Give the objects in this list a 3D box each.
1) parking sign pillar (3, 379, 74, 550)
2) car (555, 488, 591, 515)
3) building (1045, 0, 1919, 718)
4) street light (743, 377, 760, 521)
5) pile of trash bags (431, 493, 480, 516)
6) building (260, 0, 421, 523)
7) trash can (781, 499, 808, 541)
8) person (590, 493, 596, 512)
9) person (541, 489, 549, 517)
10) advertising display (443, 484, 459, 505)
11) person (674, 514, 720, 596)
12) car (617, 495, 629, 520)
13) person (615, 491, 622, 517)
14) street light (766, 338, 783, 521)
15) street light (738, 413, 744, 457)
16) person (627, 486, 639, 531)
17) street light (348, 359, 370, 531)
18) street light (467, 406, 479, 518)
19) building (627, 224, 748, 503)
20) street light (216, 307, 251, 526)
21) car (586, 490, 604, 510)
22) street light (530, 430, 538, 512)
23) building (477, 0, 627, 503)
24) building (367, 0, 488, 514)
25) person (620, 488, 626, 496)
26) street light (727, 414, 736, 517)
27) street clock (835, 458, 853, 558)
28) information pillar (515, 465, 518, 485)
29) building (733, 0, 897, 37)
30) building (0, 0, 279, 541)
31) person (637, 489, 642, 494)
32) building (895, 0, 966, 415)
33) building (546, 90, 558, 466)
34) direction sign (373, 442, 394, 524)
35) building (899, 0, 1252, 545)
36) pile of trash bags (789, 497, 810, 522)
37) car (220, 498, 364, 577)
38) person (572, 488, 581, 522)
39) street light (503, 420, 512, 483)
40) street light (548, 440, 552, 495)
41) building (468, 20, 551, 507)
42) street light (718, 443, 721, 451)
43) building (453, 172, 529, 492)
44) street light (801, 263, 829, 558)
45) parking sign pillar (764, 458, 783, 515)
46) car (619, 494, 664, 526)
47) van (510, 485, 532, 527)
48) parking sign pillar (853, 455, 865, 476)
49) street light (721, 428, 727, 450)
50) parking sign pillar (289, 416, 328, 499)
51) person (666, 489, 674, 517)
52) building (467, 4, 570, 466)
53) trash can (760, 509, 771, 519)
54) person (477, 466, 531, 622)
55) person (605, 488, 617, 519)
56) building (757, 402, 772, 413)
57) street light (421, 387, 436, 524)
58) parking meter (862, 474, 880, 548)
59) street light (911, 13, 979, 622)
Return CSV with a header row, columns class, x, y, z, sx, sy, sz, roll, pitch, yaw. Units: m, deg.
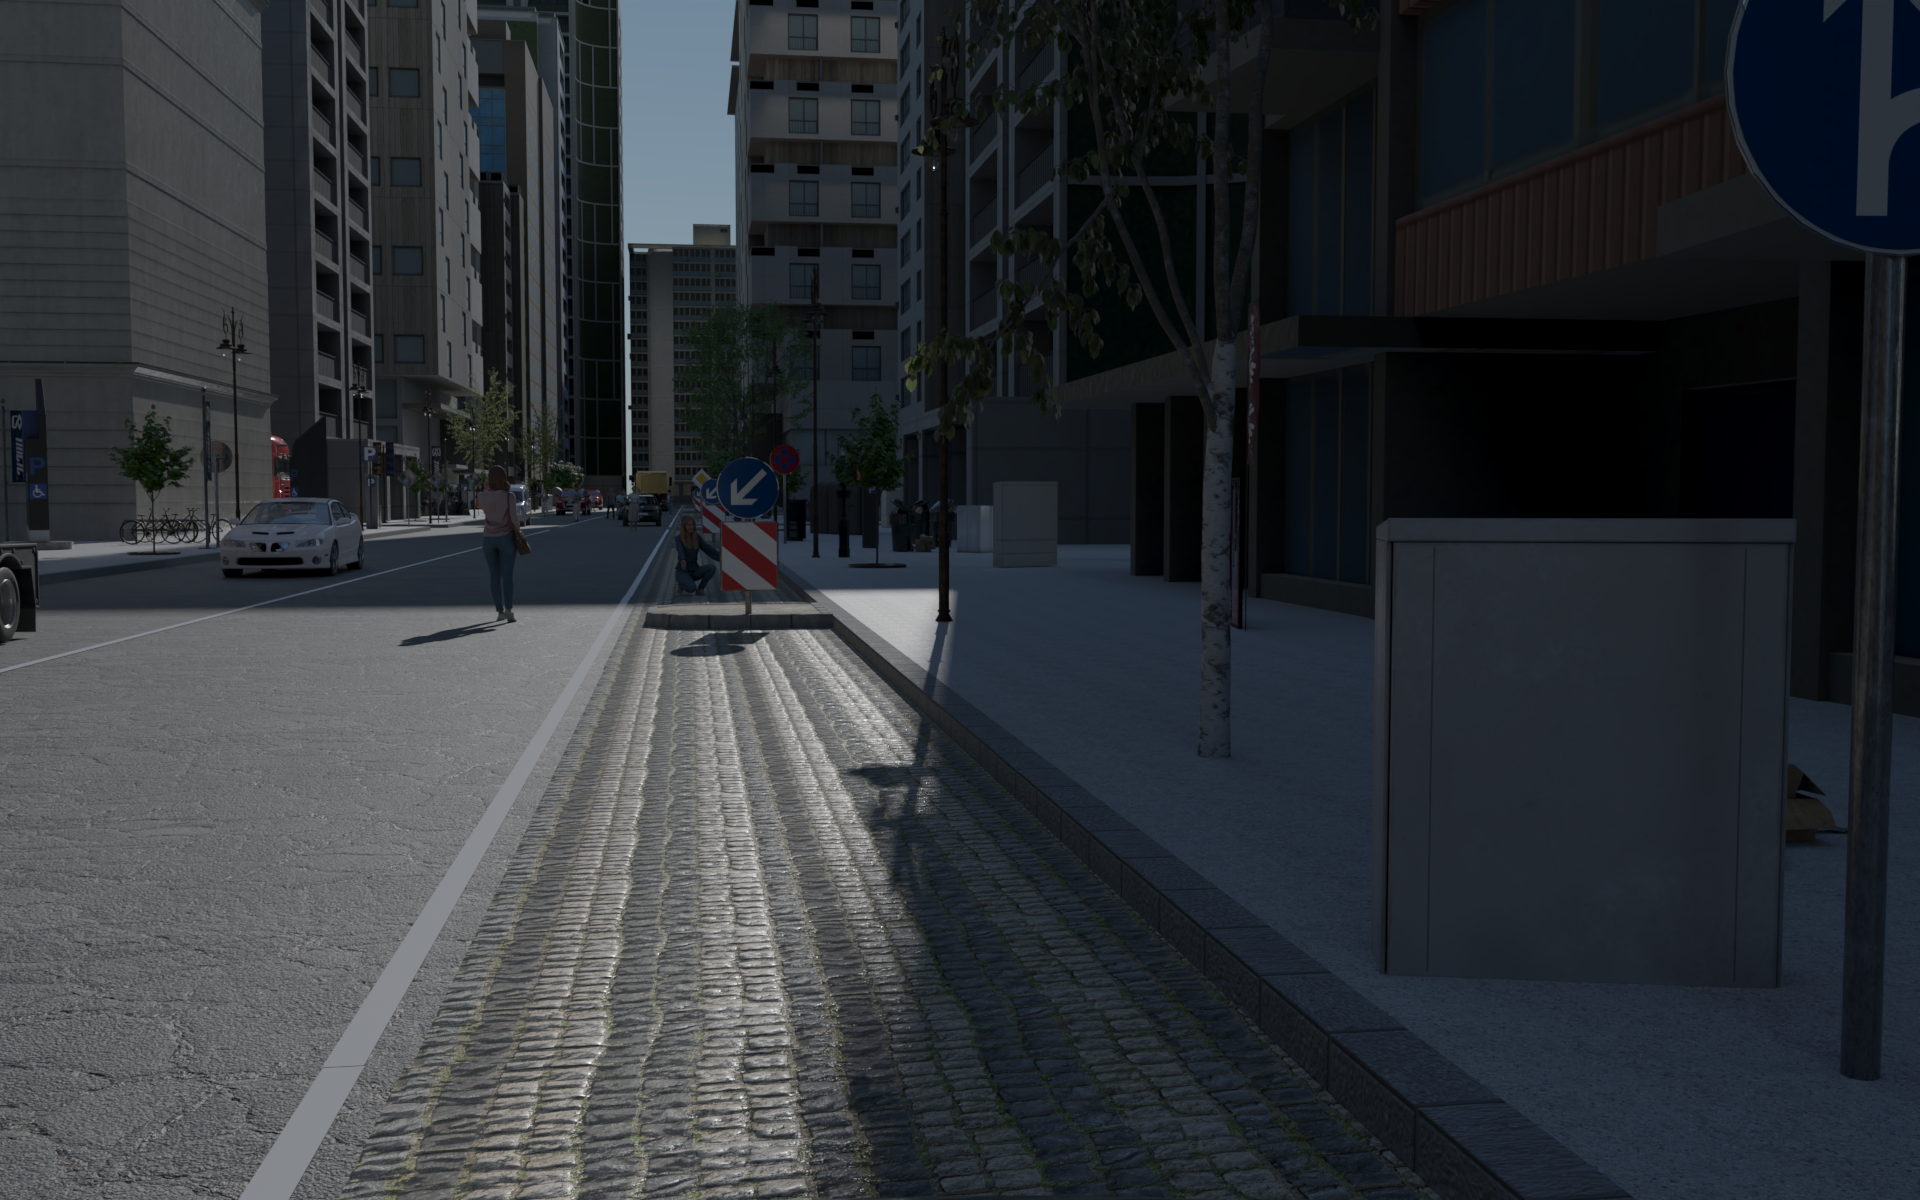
class,x,y,z,sx,sy,sz,roll,pitch,yaw
parking sign pillar,-21.318,-3.149,39.957,1.447,3.967,1.447,-2,4,-30
car,-26.264,-6.670,117.735,2.281,1.827,5.304,0,4,-7
building,14.132,-22.050,15.150,22.147,44.769,28.867,-1,4,-9
street light,-8.162,-5.848,68.404,0.468,5.910,1.993,-1,4,-9
pile of trash bags,-29.976,-5.742,103.642,1.912,1.369,3.447,3,5,44
building,-37.874,-39.453,83.307,20.563,71.187,20.611,-1,4,-9
trash can,-4.517,-2.185,47.382,0.748,1.137,0.748,0,3,0
person,-30.148,-8.015,142.137,0.523,1.515,0.503,1,4,14
person,-26.446,-6.189,110.236,0.519,1.759,0.362,0,4,7
advertising display,-31.420,-6.219,106.888,0.974,1.923,0.123,0,4,3
person,-3.638,-0.629,24.286,1.012,1.151,0.738,-3,4,-39
car,-18.263,-5.208,97.146,2.014,1.417,4.499,-1,4,-8
person,-21.165,-5.951,107.607,0.589,1.601,0.330,-3,4,-37
street light,-5.490,-4.806,51.359,0.468,5.910,1.993,-1,4,-9
street light,-10.139,-6.642,81.378,0.468,5.910,1.993,-1,4,-9
person,-12.777,-3.593,67.816,0.480,1.755,0.524,-1,4,-23
street light,-20.666,-5.314,59.666,0.468,5.910,1.993,-1,4,-9
street light,-25.699,-7.261,91.505,0.468,5.910,1.993,-1,4,-9
building,-36.032,-34.269,252.182,23.993,40.220,32.217,-1,4,-9
street light,-17.923,-4.286,42.863,0.468,5.910,1.993,-1,4,-9
car,-33.222,-9.003,155.879,2.281,1.827,5.304,-1,4,-10
street light,-30.818,-9.328,125.295,0.468,5.910,1.993,-1,4,-9
building,-57.850,-49.202,242.711,20.611,71.187,20.563,-1,4,-9
building,-47.544,-32.277,116.973,28.713,52.752,27.495,-1,4,-9
person,-21.836,-6.358,112.627,0.473,1.802,0.592,1,4,23
street light,-12.873,-7.709,98.823,0.468,5.910,1.993,-1,4,-9
street clock,-2.346,-1.864,35.048,0.358,2.002,0.471,1,4,14
information pillar,-35.669,-9.084,139.878,0.504,3.616,0.183,0,4,7
building,-9.448,-36.384,184.123,28.713,52.752,27.495,-1,4,-9
building,-44.908,-16.792,50.969,44.131,29.872,17.030,-1,4,-9
person,-24.642,-7.618,133.169,0.853,1.813,0.709,-3,5,-40
building,4.391,-19.470,90.034,14.107,30.474,14.160,-1,4,-9
building,-50.141,-32.544,182.207,14.600,45.320,14.200,-1,4,-9
direction sign,-25.103,-5.107,75.499,0.876,3.537,0.379,-1,4,-9
building,9.671,-37.257,47.408,20.563,71.187,20.611,-1,4,-9
pile of trash bags,-6.719,-4.324,80.447,1.912,1.369,3.447,-2,4,-33
car,-12.085,-1.174,31.555,2.083,1.381,4.827,-1,4,-10
person,-19.837,-4.926,89.589,0.362,1.759,0.519,2,4,31
street light,-28.198,-8.274,108.068,0.468,5.910,1.993,-1,4,-9
street light,-33.565,-10.353,142.058,0.468,5.910,1.993,-1,4,-9
building,-48.276,-31.670,167.915,14.600,45.320,14.200,-1,4,-9
street light,-18.156,-9.785,132.773,0.468,5.910,1.993,-1,4,-9
building,-46.424,-23.389,154.104,14.160,30.474,14.107,-1,4,-9
street light,-2.915,-3.797,34.868,0.468,5.910,1.993,-1,4,-9
parking sign pillar,-11.386,-7.095,104.476,1.447,3.967,1.447,-1,4,-18
car,-14.345,-4.178,78.104,2.009,1.686,4.222,-1,4,-10
van,-20.064,-4.286,77.086,2.013,2.044,4.112,-1,4,-9
parking sign pillar,-6.169,-7.296,107.763,1.447,3.967,1.447,2,4,25
street light,-15.547,-8.739,115.664,0.468,5.910,1.993,-1,4,-9
parking sign pillar,-22.384,-4.345,59.512,1.447,3.967,1.447,2,4,26
person,-18.266,-6.107,109.186,0.563,1.720,0.643,2,4,31
building,-61.681,-40.697,207.390,28.212,58.520,21.231,-1,4,-9
trash can,-10.178,-4.823,90.513,0.748,1.137,0.748,0,3,0
person,-5.159,-0.637,19.508,0.593,1.750,0.643,0,4,3
person,-20.225,-5.587,100.253,0.661,1.777,0.834,-3,4,-39
building,-12.157,-23.943,163.167,14.160,30.474,14.107,-1,4,-9
street light,-22.919,-6.239,74.788,0.468,5.910,1.993,-1,4,-9
parking meter,-2.107,-2.160,41.035,0.399,1.863,0.255,-1,4,-17
street light,-0.161,-2.722,17.297,0.468,5.910,1.993,-1,4,-9
